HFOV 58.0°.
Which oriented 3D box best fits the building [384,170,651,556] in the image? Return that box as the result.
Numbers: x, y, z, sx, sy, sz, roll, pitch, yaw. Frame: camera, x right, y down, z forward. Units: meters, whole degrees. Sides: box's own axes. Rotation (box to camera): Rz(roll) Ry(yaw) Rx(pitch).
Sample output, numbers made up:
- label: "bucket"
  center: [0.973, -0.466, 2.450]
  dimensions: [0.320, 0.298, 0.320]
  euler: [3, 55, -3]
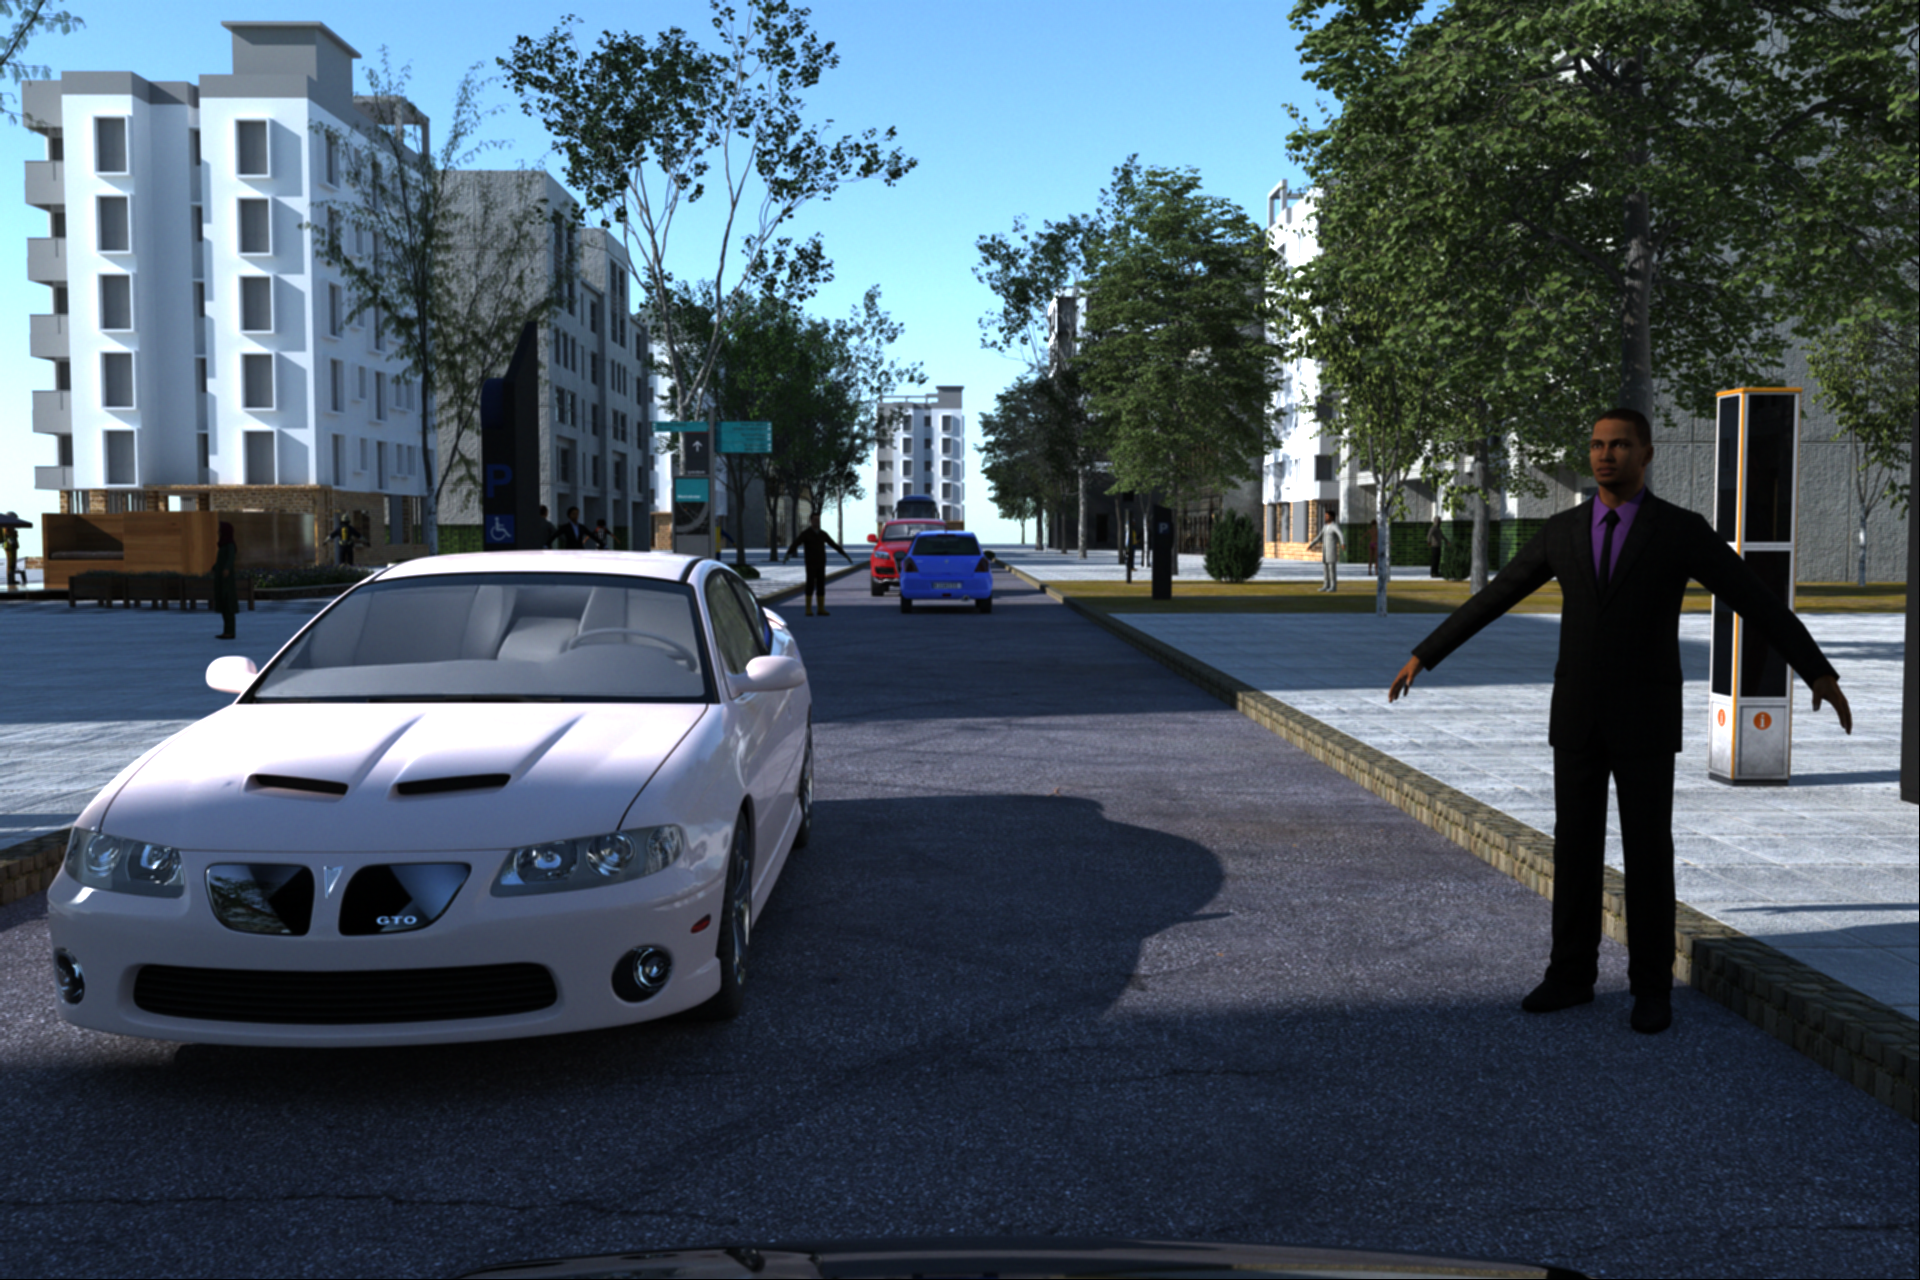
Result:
- label: "building"
  center: [-28.838, -14.291, 100.111]
  dimensions: [16.747, 18.905, 31.486]
  euler: [0, 4, -1]

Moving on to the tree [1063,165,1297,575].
- label: "tree"
  center: [6.841, -8.310, 53.996]
  dimensions: [7.486, 12.596, 7.792]
  euler: [0, 3, 0]

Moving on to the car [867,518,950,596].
- label: "car"
  center: [-1.053, -2.015, 41.611]
  dimensions: [2.281, 1.827, 5.304]
  euler: [0, 3, 0]

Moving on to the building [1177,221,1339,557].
- label: "building"
  center: [23.869, -16.863, 106.639]
  dimensions: [19.493, 23.208, 18.063]
  euler: [0, 4, -1]

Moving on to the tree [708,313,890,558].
- label: "tree"
  center: [-9.016, -11.228, 93.950]
  dimensions: [12.009, 13.543, 11.850]
  euler: [0, 3, 0]

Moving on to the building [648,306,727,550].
- label: "building"
  center: [-26.062, -17.644, 144.907]
  dimensions: [16.016, 20.090, 11.380]
  euler: [0, 4, -1]

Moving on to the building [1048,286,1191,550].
- label: "building"
  center: [21.905, -19.281, 159.222]
  dimensions: [27.936, 21.610, 32.646]
  euler: [0, 4, 0]

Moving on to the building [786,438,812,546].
- label: "building"
  center: [-26.655, -22.222, 194.261]
  dimensions: [19.493, 23.208, 18.063]
  euler: [0, 4, 0]

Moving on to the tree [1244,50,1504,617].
- label: "tree"
  center: [6.472, -4.653, 26.437]
  dimensions: [4.737, 8.622, 4.395]
  euler: [0, 3, 0]

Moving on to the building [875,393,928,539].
- label: "building"
  center: [-10.621, -22.386, 224.885]
  dimensions: [11.380, 20.090, 16.016]
  euler: [0, 4, 2]

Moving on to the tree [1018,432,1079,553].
- label: "tree"
  center: [5.620, -10.261, 118.122]
  dimensions: [4.360, 8.622, 3.978]
  euler: [0, 3, 0]

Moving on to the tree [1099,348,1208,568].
- label: "tree"
  center: [7.028, -7.042, 65.492]
  dimensions: [4.360, 8.622, 3.978]
  euler: [0, 3, 0]

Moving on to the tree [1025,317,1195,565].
- label: "tree"
  center: [6.506, -8.455, 72.650]
  dimensions: [7.601, 10.594, 8.767]
  euler: [1, 4, 19]

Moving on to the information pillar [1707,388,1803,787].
- label: "information pillar"
  center: [4.064, -0.268, 8.873]
  dimensions: [0.304, 2.012, 0.304]
  euler: [0, 3, 0]

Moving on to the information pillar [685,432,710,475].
- label: "information pillar"
  center: [-6.492, -3.299, 43.311]
  dimensions: [0.750, 3.857, 0.750]
  euler: [0, 4, 0]

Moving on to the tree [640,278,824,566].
- label: "tree"
  center: [-9.048, -8.860, 70.619]
  dimensions: [9.928, 11.665, 9.643]
  euler: [0, 3, 0]

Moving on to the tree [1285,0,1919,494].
- label: "tree"
  center: [6.554, -6.032, 16.756]
  dimensions: [7.486, 12.596, 7.792]
  euler: [0, 3, 0]

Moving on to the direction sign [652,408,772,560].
- label: "direction sign"
  center: [-5.249, -2.965, 37.240]
  dimensions: [2.525, 3.948, 1.411]
  euler: [0, 4, -1]

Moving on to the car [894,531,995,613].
- label: "car"
  center: [-0.288, -1.410, 32.647]
  dimensions: [1.945, 1.707, 3.694]
  euler: [0, 4, -2]

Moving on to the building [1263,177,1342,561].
- label: "building"
  center: [21.793, -14.509, 93.639]
  dimensions: [16.016, 20.090, 11.380]
  euler: [0, 3, 0]

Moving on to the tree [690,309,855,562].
- label: "tree"
  center: [-8.742, -9.457, 80.378]
  dimensions: [9.928, 11.665, 9.643]
  euler: [0, 3, 0]

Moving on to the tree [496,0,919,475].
- label: "tree"
  center: [-8.121, -12.204, 55.426]
  dimensions: [12.611, 20.169, 13.585]
  euler: [0, 3, 0]

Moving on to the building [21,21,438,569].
- label: "building"
  center: [-28.612, -12.780, 65.369]
  dimensions: [16.016, 20.090, 11.380]
  euler: [0, 4, 0]

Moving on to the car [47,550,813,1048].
- label: "car"
  center: [-1.588, 0.352, 6.603]
  dimensions: [2.083, 1.381, 4.827]
  euler: [0, 4, -1]

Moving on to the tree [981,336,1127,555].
- label: "tree"
  center: [6.399, -12.080, 107.880]
  dimensions: [12.009, 13.543, 11.850]
  euler: [0, 3, 0]

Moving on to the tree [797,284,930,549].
- label: "tree"
  center: [-8.707, -16.898, 132.163]
  dimensions: [12.611, 20.169, 13.585]
  euler: [0, 3, 0]

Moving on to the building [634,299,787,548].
- label: "building"
  center: [-27.116, -20.629, 168.216]
  dimensions: [19.493, 23.208, 18.063]
  euler: [0, 3, 0]

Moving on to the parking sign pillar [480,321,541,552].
- label: "parking sign pillar"
  center: [-5.535, -2.013, 21.385]
  dimensions: [1.447, 3.967, 1.447]
  euler: [0, 4, -1]

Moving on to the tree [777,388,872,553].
- label: "tree"
  center: [-9.486, -11.749, 117.849]
  dimensions: [9.928, 11.665, 9.643]
  euler: [0, 3, 0]

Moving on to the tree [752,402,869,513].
- label: "tree"
  center: [-9.084, -10.543, 106.790]
  dimensions: [7.601, 10.594, 8.767]
  euler: [2, 4, 25]

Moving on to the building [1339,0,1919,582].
- label: "building"
  center: [25.479, -11.923, 61.400]
  dimensions: [16.747, 18.905, 31.486]
  euler: [0, 4, 0]

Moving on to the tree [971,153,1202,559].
- label: "tree"
  center: [6.526, -14.196, 87.989]
  dimensions: [12.611, 20.169, 13.585]
  euler: [0, 3, 0]
